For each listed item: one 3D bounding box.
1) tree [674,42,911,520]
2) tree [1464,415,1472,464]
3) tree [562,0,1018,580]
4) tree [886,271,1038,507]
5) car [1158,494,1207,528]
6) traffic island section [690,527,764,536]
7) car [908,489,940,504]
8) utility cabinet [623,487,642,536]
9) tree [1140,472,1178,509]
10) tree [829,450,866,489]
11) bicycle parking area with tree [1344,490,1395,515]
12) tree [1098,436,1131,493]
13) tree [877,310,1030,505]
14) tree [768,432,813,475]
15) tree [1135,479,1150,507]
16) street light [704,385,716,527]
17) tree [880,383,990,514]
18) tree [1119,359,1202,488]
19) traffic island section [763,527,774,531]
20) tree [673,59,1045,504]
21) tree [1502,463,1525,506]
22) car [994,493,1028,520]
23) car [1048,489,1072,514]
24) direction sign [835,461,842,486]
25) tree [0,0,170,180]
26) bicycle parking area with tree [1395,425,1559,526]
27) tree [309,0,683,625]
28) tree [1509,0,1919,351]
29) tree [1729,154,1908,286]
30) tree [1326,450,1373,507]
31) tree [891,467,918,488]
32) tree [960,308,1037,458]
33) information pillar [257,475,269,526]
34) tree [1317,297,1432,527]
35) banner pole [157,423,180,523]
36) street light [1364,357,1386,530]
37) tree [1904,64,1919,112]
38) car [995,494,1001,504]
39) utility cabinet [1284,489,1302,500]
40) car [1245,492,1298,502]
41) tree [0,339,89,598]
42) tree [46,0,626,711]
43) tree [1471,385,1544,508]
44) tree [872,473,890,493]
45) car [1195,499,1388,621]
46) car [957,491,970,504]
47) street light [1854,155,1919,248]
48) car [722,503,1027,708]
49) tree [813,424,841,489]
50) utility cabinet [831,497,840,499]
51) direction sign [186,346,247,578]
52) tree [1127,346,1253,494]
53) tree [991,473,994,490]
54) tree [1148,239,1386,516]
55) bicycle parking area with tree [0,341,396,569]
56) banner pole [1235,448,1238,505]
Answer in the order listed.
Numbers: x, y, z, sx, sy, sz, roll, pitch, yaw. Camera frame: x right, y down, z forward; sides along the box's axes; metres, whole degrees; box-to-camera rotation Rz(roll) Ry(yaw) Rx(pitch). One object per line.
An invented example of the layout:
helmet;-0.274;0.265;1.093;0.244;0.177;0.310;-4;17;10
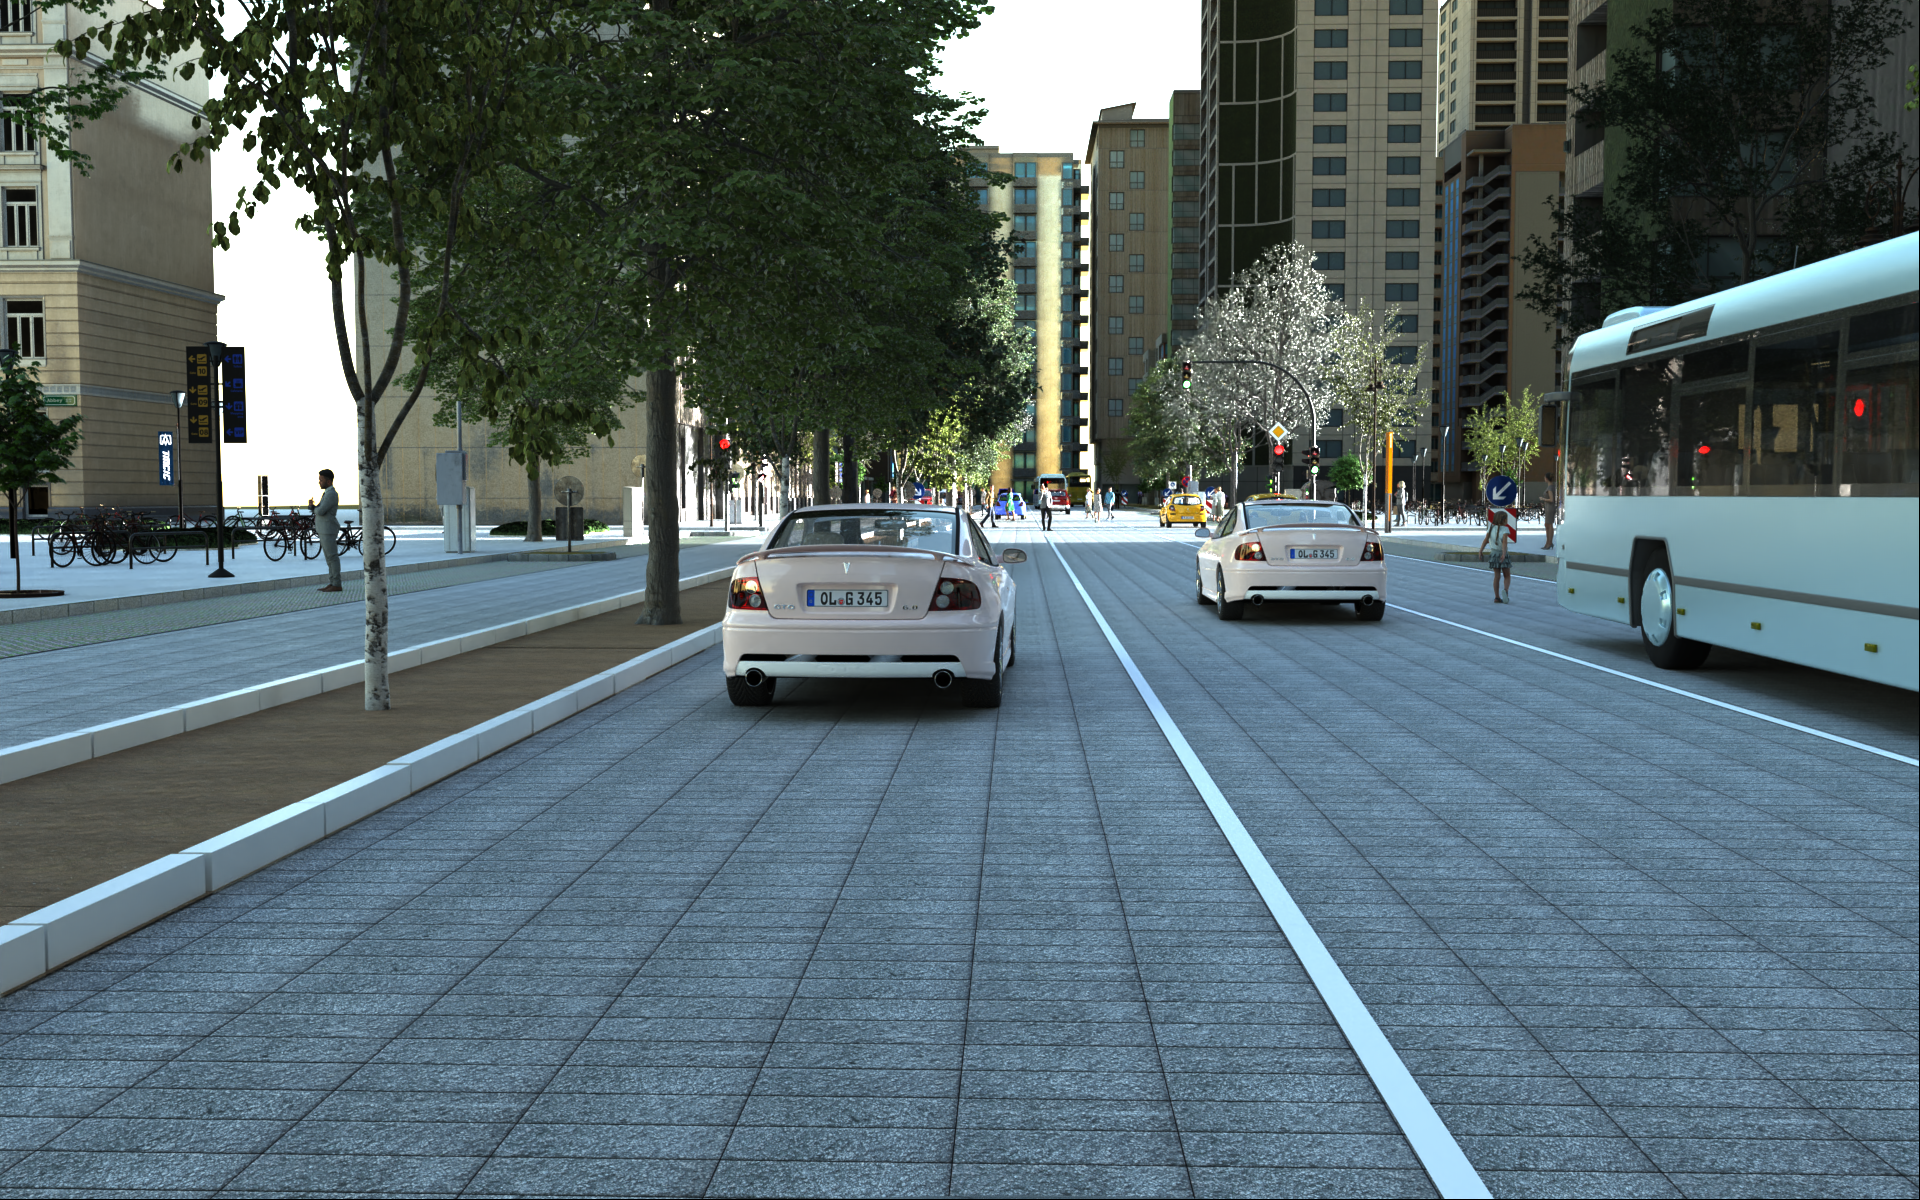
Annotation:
tree;-2.813;-4.575;27.617;4.360;8.622;3.978;0;3;0
tree;42.161;-11.514;138.618;4.737;8.622;4.395;0;3;0
tree;-2.772;-6.909;33.540;7.486;12.596;7.792;0;3;0
tree;-0.511;-10.956;88.241;9.857;13.997;8.962;0;3;0
car;9.623;-3.958;74.936;2.015;1.641;3.980;0;4;1
traffic island section;-8.082;-2.302;59.917;2.009;0.180;2.903;0;4;2
car;-2.528;-6.876;121.089;2.281;1.827;5.304;0;4;3
utility cabinet;-9.840;-2.657;52.113;0.318;1.500;1.173;0;4;3
tree;17.738;-10.434;154.312;4.285;4.588;4.351;0;3;0
tree;-8.310;-8.561;123.693;4.285;4.588;4.351;0;3;0
bicycle parking area with tree;29.113;-7.492;109.502;9.016;4.147;8.231;2;4;28
tree;19.538;-16.361;217.862;4.737;8.622;4.395;0;3;0
tree;-0.958;-8.726;79.542;8.767;10.594;7.601;0;4;2
tree;-10.059;-8.253;85.293;4.737;8.622;4.395;0;3;0
tree;19.123;-11.258;178.675;1.663;3.219;1.824;0;3;0
street light;-9.789;-5.828;68.076;0.468;5.910;1.993;0;4;2
tree;-1.093;-7.372;73.346;4.737;8.622;4.395;0;3;0
tree;17.089;-13.898;145.352;7.486;12.596;7.792;0;3;0
traffic island section;-7.803;-2.790;67.897;2.009;0.180;2.903;0;4;2
tree;-2.705;-7.528;42.552;9.611;12.733;9.660;0;3;0
tree;34.386;-6.974;108.628;1.663;3.219;1.824;0;3;0
car;2.890;-5.435;98.459;1.945;1.707;3.694;0;4;4
car;6.823;-7.012;123.318;2.281;1.827;5.304;0;4;3
direction sign;-8.439;-7.850;120.342;0.379;3.537;0.876;2;4;30
tree;-11.657;-5.554;16.563;9.928;11.665;9.643;0;3;0
bicycle parking area with tree;22.895;-5.234;72.574;8.231;4.147;9.016;1;4;18
tree;-3.364;-6.024;19.078;7.486;12.596;7.792;0;3;0
tree;12.896;-5.785;28.991;7.601;10.594;8.767;0;4;4
tree;18.466;-5.290;36.851;4.360;8.622;3.978;0;3;0
tree;28.381;-8.739;126.597;4.285;4.588;4.351;0;3;0
tree;-6.318;-13.130;198.394;4.285;4.588;4.351;0;3;0
tree;-0.341;-11.867;106.848;12.009;13.543;11.850;0;3;0
information pillar;-27.183;-3.859;67.591;0.304;2.012;0.304;3;5;42
tree;15.599;-7.044;65.538;4.360;8.622;3.978;0;3;0
banner pole;-27.717;-4.335;60.892;0.863;3.779;0.401;-2;4;-27
street light;14.040;-5.252;58.665;0.468;5.910;1.993;0;4;2
tree;12.562;-4.196;18.961;4.737;8.622;4.395;0;3;0
car;4.323;-9.448;166.484;2.014;1.417;4.499;0;4;3
utility cabinet;14.583;-4.033;74.621;1.173;1.500;0.318;0;4;-1
car;8.509;-2.285;47.588;2.015;1.641;3.980;0;4;2
tree;-11.721;-1.658;21.703;1.663;3.219;1.824;0;3;0
tree;-3.819;-3.556;10.956;4.737;8.622;4.395;0;3;0
tree;37.756;-10.210;117.293;4.737;8.622;4.395;0;3;0
tree;-7.240;-10.173;160.934;1.663;3.219;1.824;0;3;0
car;3.935;-0.529;21.007;2.083;1.381;4.827;0;4;3
car;0.276;-12.104;206.579;2.281;1.827;5.304;0;4;2
street light;12.828;-3.121;23.808;0.468;5.910;1.993;0;4;2
car;-0.549;-0.042;13.044;2.083;1.381;4.827;0;4;4
tree;-9.060;-9.596;107.263;4.737;8.622;4.395;0;3;0
utility cabinet;-8.510;-6.708;118.347;0.318;1.500;1.173;-1;4;-20
direction sign;-11.408;-2.119;26.643;0.876;3.537;0.379;0;4;-2
tree;17.712;-13.273;134.024;9.611;12.733;9.660;0;3;0
tree;0.622;-10.756;128.677;4.737;8.622;4.395;0;3;0
tree;15.123;-10.580;83.345;12.009;13.543;11.850;0;3;0
bicycle parking area with tree;-16.355;-2.855;33.685;8.231;4.147;9.016;2;4;33
banner pole;14.944;-6.339;93.653;0.401;3.779;0.863;1;4;18
